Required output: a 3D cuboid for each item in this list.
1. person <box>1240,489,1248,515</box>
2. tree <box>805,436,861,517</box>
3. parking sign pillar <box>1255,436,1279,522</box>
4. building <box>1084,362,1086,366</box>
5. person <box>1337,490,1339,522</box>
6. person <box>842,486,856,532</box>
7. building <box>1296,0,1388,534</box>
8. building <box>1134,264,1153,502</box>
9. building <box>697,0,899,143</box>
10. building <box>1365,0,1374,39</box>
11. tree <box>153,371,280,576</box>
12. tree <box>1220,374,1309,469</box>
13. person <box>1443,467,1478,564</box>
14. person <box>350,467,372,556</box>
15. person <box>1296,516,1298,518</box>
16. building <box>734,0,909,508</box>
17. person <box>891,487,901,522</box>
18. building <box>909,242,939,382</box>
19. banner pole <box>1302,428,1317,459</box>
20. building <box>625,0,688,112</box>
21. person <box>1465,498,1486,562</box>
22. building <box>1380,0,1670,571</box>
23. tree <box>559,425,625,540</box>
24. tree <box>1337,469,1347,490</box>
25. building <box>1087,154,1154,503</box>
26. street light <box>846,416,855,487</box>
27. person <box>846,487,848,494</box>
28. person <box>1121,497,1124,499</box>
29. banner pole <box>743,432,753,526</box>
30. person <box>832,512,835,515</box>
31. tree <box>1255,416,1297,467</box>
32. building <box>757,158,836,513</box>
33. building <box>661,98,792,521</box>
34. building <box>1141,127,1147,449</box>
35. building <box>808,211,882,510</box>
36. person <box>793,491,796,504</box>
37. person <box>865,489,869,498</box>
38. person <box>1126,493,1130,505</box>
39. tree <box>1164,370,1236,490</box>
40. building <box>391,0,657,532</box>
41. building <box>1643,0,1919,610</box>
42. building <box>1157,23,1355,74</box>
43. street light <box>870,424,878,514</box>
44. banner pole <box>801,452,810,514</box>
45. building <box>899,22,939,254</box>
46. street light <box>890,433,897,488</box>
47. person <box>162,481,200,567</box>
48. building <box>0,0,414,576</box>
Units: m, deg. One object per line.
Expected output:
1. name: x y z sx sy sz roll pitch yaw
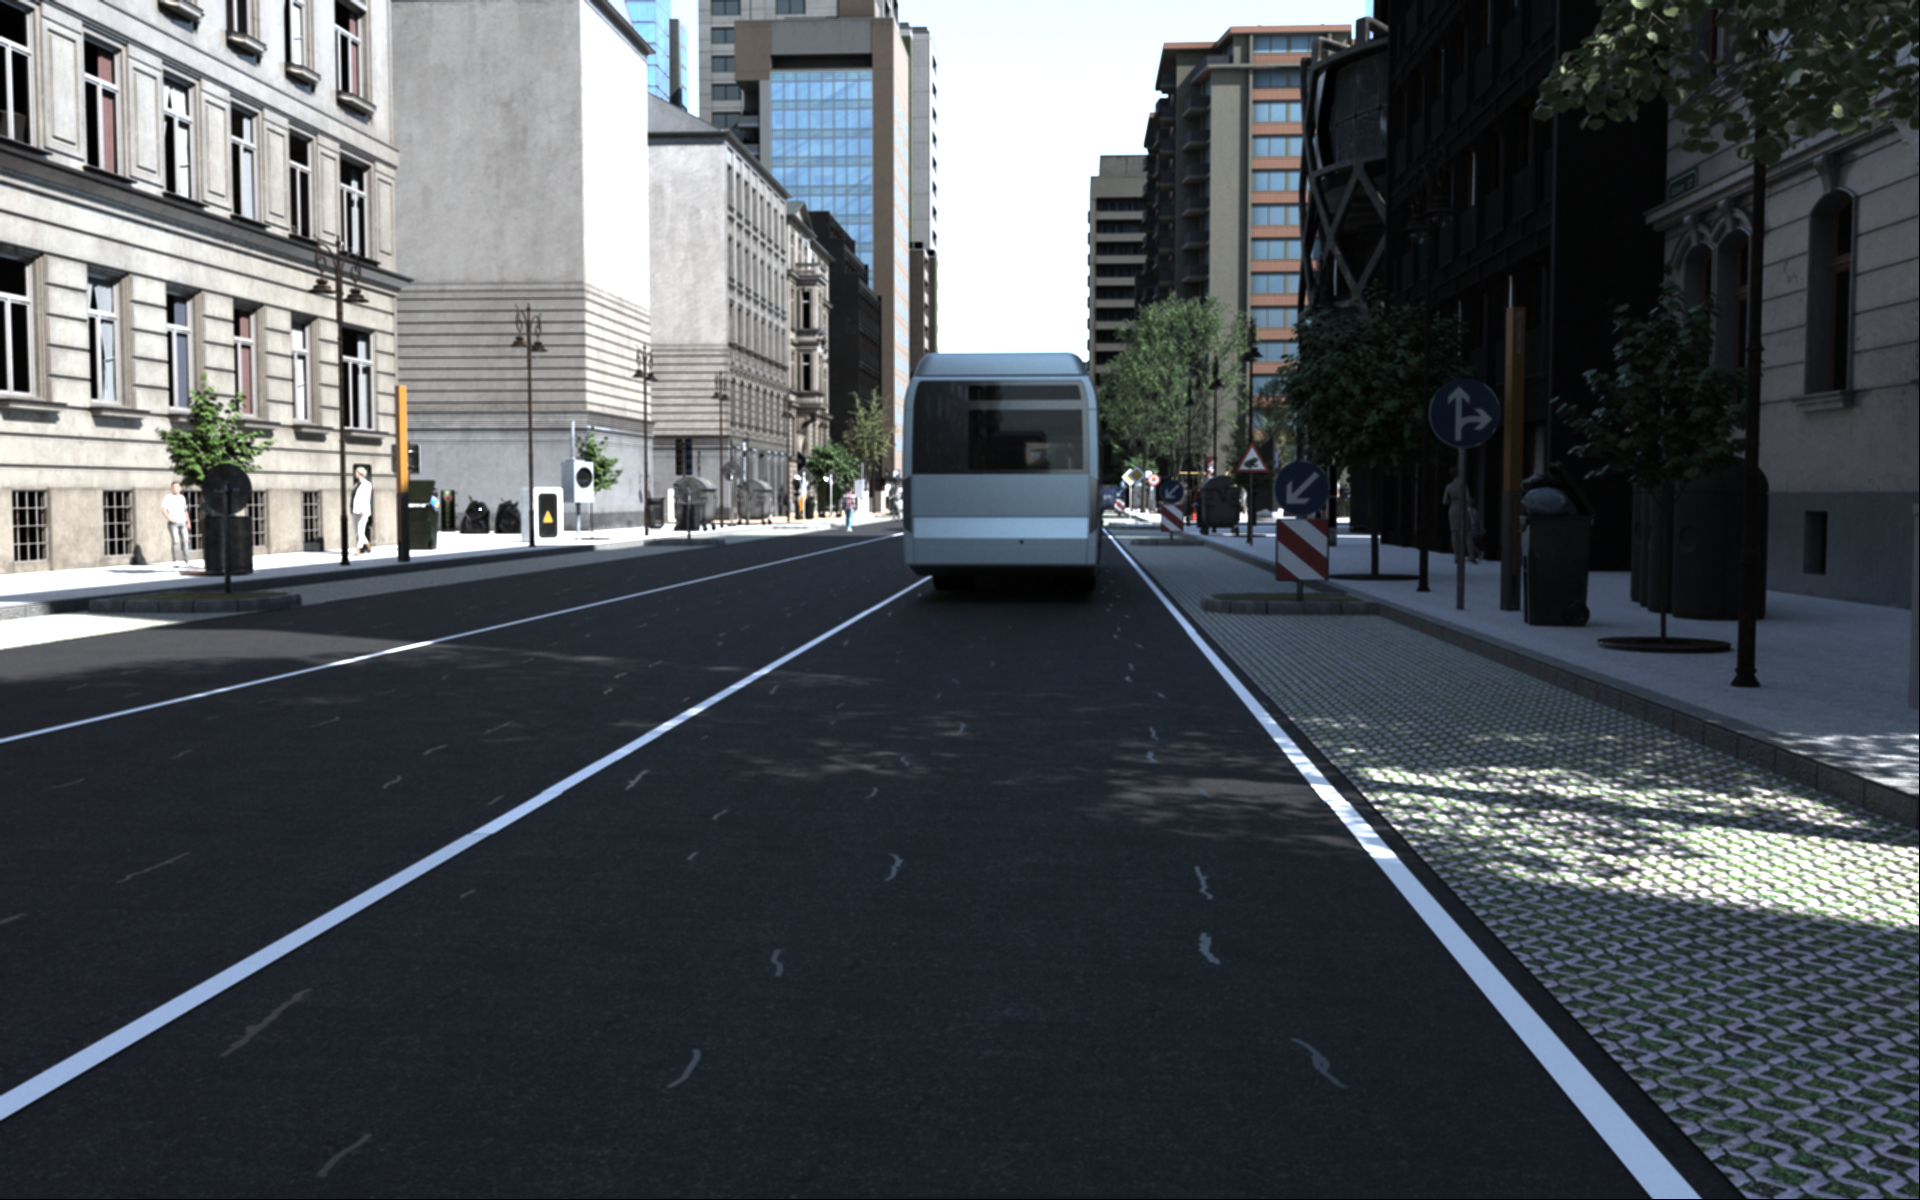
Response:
1. person: 17.652 -6.220 107.858 0.853 1.813 0.709 -1 4 -8
2. tree: -7.397 -6.995 98.085 4.285 4.588 4.351 0 3 0
3. parking sign pillar: 14.199 -5.635 80.608 1.447 3.967 1.447 -3 5 -39
4. building: 4.053 -25.049 254.587 28.899 21.520 27.650 0 4 4
5. person: 17.040 -4.481 79.288 0.573 1.828 0.580 2 4 30
6. person: -4.238 -3.470 66.076 0.563 1.720 0.643 2 4 28
7. building: 19.790 -11.662 58.129 16.820 18.784 16.811 0 4 4
8. building: 28.890 -27.295 217.969 14.160 30.474 14.107 0 4 4
9. building: -14.662 -45.283 178.630 20.563 71.187 20.611 0 4 4
10. building: 69.998 -57.102 246.293 31.000 86.520 22.319 0 4 4
11. tree: -11.989 -2.012 27.498 1.663 3.219 1.824 0 3 0
12. tree: 23.415 -12.072 131.790 7.601 10.594 8.767 0 4 3
13. person: 9.234 -1.561 31.914 0.599 1.781 0.374 2 4 33
14. person: -12.397 -1.837 35.951 0.514 1.842 0.818 1 4 15
15. person: 15.236 -4.363 77.561 0.661 1.801 0.590 -2 4 -24
16. building: -12.291 -31.287 161.656 14.600 45.320 14.200 0 4 4
17. person: -3.340 -4.977 90.062 0.511 1.800 0.466 0 4 4
18. building: -9.947 -26.008 196.927 14.160 30.474 14.107 0 4 4
19. banner pole: 9.996 -3.627 49.312 0.863 3.779 0.401 1 4 11
20. building: -46.813 -55.308 216.957 31.000 86.520 22.319 0 4 4
21. person: 9.708 -1.332 32.843 0.505 1.210 0.382 -3 5 -44
22. building: 16.428 -12.591 35.544 12.332 23.373 15.834 0 4 4
23. tree: -10.292 -3.296 48.486 1.663 3.219 1.824 0 3 0
24. tree: 32.986 -11.777 142.915 4.360 8.622 3.978 0 3 0
25. building: 29.068 -38.268 249.386 21.600 48.544 21.300 0 4 4
26. street light: -6.489 -7.942 102.642 0.468 5.910 1.993 0 4 4
27. person: -7.788 -6.974 120.164 0.616 1.811 0.778 3 5 42
28. person: 15.577 -9.680 167.502 0.628 1.438 0.799 1 4 15
29. banner pole: -8.608 -4.874 69.707 0.401 3.779 0.863 1 4 12
30. person: -7.861 -6.147 107.027 0.515 1.767 0.782 1 4 19
31. tree: 25.878 -11.702 141.695 4.737 8.622 4.395 0 3 0
32. building: -16.429 -18.337 118.897 14.460 24.649 34.723 0 4 4
33. building: -15.207 -14.869 92.251 9.793 20.994 18.267 0 4 4
34. building: 31.821 -33.102 195.834 22.147 44.769 28.867 0 4 4
35. building: -13.531 -19.239 144.232 12.332 23.373 15.834 0 4 4
36. person: -8.865 -5.385 94.677 0.593 1.750 0.643 1 4 21
37. person: -6.774 -7.205 124.410 0.524 1.755 0.480 -1 4 -18
38. person: 19.547 -11.861 200.897 0.530 1.710 0.541 1 4 14
39. tree: 13.707 -9.087 98.934 4.360 8.622 3.978 0 3 0
40. building: -21.281 -13.132 63.867 18.267 20.994 9.793 0 4 4
41. building: 16.565 -13.956 15.570 14.401 28.519 23.554 0 4 4
42. building: 29.941 -31.343 167.082 22.147 44.769 28.867 0 4 4
43. street light: -5.670 -8.635 113.970 0.468 5.910 1.993 0 4 4
44. banner pole: -9.119 -6.862 102.205 0.401 3.779 0.863 3 5 43
45. building: -17.087 -41.243 216.326 28.212 58.520 21.231 0 4 4
46. street light: -4.887 -9.344 125.554 0.468 5.910 1.993 0 4 4
47. person: -13.759 -1.339 30.537 0.523 1.515 0.503 0 4 6
48. building: -22.199 -11.983 29.206 16.112 22.955 30.059 0 4 4
